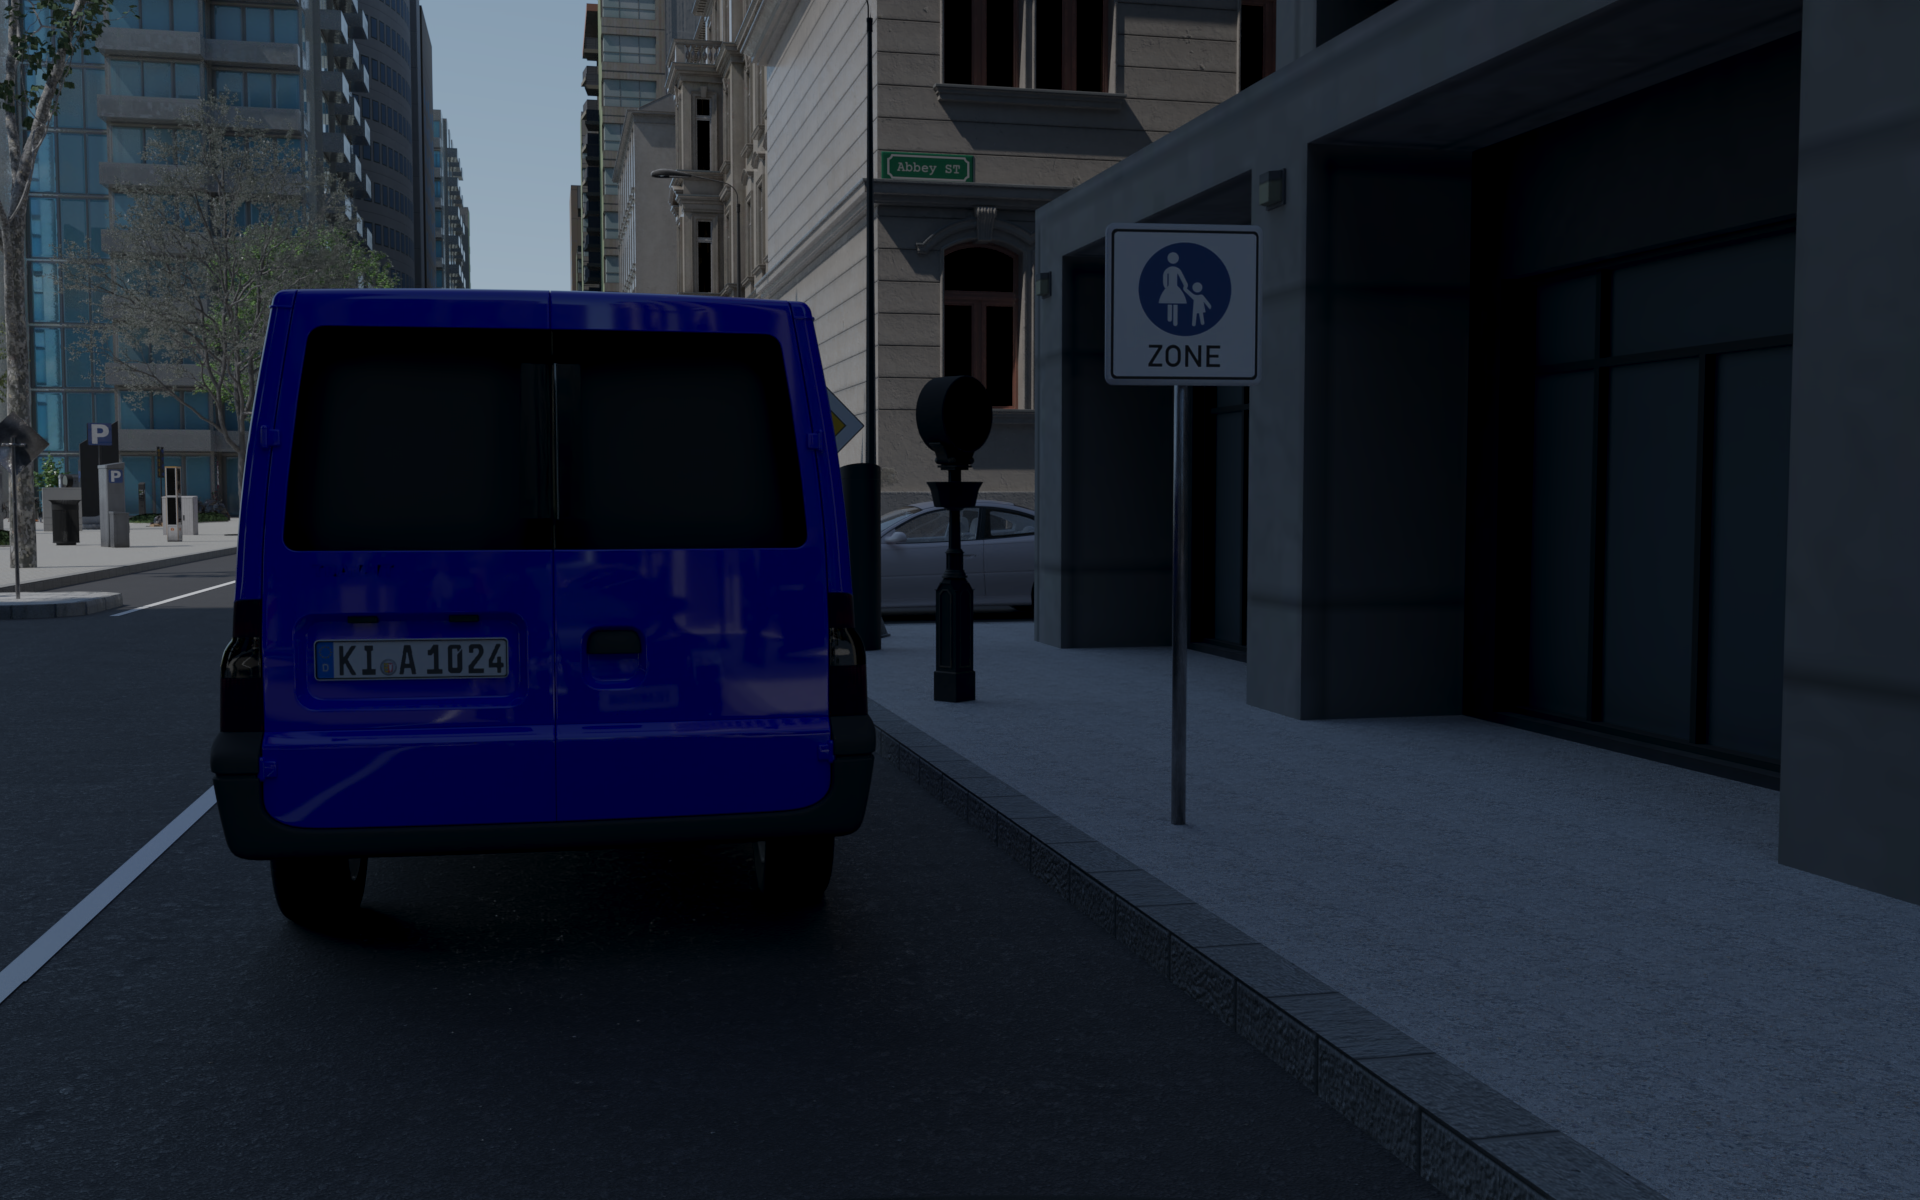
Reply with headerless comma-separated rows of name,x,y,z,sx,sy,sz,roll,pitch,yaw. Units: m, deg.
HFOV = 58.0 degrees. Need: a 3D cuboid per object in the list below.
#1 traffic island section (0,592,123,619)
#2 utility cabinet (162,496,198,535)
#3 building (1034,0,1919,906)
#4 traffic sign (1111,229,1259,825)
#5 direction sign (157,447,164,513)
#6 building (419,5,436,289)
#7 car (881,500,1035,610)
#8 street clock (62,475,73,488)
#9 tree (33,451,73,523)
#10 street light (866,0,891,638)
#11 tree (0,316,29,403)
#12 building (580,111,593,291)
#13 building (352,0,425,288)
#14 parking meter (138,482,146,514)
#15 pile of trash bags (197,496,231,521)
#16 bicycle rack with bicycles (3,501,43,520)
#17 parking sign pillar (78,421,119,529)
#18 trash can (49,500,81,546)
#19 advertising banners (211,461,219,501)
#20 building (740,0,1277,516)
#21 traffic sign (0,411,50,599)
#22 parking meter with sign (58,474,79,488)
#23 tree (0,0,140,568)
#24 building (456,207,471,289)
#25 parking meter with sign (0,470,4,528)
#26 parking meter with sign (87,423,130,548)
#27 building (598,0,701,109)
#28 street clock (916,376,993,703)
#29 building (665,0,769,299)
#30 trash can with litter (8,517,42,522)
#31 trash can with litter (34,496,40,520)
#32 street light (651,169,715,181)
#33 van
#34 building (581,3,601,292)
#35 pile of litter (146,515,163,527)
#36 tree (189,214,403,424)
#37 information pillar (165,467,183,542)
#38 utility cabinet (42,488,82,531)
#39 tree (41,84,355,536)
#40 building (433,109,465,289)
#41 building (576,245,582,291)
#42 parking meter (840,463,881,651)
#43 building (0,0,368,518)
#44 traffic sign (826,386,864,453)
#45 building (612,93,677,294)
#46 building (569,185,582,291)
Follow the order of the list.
traffic island section,-11.536,0.068,21.172,2.009,0.180,2.903,-1,4,-13
utility cabinet,-24.376,-2.628,54.133,1.020,1.237,0.306,0,4,6
building,12.969,-34.684,5.342,20.563,71.187,20.611,-1,4,-13
traffic sign,0.848,-0.277,6.664,0.606,2.300,0.079,0,4,-7
direction sign,-38.267,-5.563,82.953,0.379,3.537,0.876,0,4,-7
building,-54.723,-30.922,155.680,14.600,45.320,14.200,-1,4,-13
car,-0.316,-0.491,20.393,4.827,1.381,2.083,-1,4,-13
street clock,-33.882,-3.746,65.815,0.471,2.002,0.358,3,5,41
tree,-40.712,-5.063,77.378,1.663,3.219,1.824,0,3,0
street light,-1.323,-2.613,15.271,1.470,5.913,1.316,-1,4,-13
tree,-34.808,-6.723,60.285,4.737,8.622,4.395,0,3,0
building,-34.205,-30.957,189.742,14.154,41.232,14.086,-1,4,-13
building,-53.364,-36.180,133.543,21.231,58.520,28.212,-1,4,-13
parking meter,-40.620,-4.912,86.014,0.255,1.863,0.399,-1,4,-12
pile of trash bags,-35.615,-4.495,83.250,3.447,1.369,1.912,-2,4,-32
bicycle rack with bicycles,-46.915,-4.486,86.731,2.852,0.926,2.925,1,4,10
parking sign pillar,-31.494,-4.580,63.347,1.447,3.967,1.447,-3,4,-38
trash can,-22.378,-1.938,43.337,0.748,1.137,0.748,0,3,0
advertising banners,-38.726,-5.744,90.104,0.090,3.025,2.074,-1,4,-13
building,8.103,-15.018,32.938,23.554,28.519,14.401,-1,4,-13
traffic sign,-11.515,-1.069,21.116,0.795,2.450,0.064,-1,4,-13
parking meter with sign,-34.371,-4.315,66.808,1.738,3.016,0.543,-3,4,-36
tree,-17.800,-10.620,29.520,12.611,20.169,13.585,0,3,0
building,-74.670,-33.923,238.239,14.154,41.232,14.086,-1,4,-13
parking meter with sign,-31.108,-3.631,55.623,0.543,3.016,1.738,-1,4,-13
parking meter with sign,-20.548,-2.792,41.908,0.543,3.016,1.738,-3,5,-41
building,-15.375,-25.969,108.183,14.154,41.232,14.086,-1,4,-13
street clock,-0.033,-0.375,10.700,0.358,2.002,0.471,3,5,41
building,-3.211,-14.900,62.706,14.460,24.649,34.723,-1,4,-13
trash can with litter,-43.190,-4.205,79.801,2.233,1.210,1.678,1,4,14
trash can with litter,-45.158,-4.437,83.933,1.055,1.170,0.624,1,4,20
street light,-3.727,-3.211,25.039,1.470,5.913,1.316,-1,4,-13
van,-1.728,-0.197,7.606,2.240,2.365,5.245,-1,4,-12
building,-22.820,-30.761,157.574,22.147,44.769,28.867,-1,4,-13
pile of litter,-31.124,-3.323,68.289,1.719,0.858,1.176,-1,4,-14
tree,-24.180,-8.424,63.483,9.928,11.665,9.643,0,3,0
information pillar,-21.108,-2.570,46.505,0.304,2.012,0.304,0,4,-2
utility cabinet,-30.579,-3.077,58.996,1.173,1.500,0.318,-2,4,-30
tree,-22.205,-8.725,53.019,12.009,13.543,11.850,0,3,0
building,-73.280,-36.424,215.137,23.786,49.044,30.456,-1,4,-13
building,-37.811,-26.421,203.677,14.160,30.474,14.107,-1,4,-13
parking meter,-0.836,-0.358,14.268,0.372,1.533,0.369,0,3,0
building,-48.218,-29.685,104.955,23.786,49.044,30.456,-1,4,-13
traffic sign,-1.241,-0.715,15.339,0.795,2.450,0.064,-1,4,-13
building,-12.296,-14.617,88.134,9.793,20.994,18.267,-1,4,-13
building,-47.925,-36.414,245.486,14.600,45.320,14.200,-1,4,-13
